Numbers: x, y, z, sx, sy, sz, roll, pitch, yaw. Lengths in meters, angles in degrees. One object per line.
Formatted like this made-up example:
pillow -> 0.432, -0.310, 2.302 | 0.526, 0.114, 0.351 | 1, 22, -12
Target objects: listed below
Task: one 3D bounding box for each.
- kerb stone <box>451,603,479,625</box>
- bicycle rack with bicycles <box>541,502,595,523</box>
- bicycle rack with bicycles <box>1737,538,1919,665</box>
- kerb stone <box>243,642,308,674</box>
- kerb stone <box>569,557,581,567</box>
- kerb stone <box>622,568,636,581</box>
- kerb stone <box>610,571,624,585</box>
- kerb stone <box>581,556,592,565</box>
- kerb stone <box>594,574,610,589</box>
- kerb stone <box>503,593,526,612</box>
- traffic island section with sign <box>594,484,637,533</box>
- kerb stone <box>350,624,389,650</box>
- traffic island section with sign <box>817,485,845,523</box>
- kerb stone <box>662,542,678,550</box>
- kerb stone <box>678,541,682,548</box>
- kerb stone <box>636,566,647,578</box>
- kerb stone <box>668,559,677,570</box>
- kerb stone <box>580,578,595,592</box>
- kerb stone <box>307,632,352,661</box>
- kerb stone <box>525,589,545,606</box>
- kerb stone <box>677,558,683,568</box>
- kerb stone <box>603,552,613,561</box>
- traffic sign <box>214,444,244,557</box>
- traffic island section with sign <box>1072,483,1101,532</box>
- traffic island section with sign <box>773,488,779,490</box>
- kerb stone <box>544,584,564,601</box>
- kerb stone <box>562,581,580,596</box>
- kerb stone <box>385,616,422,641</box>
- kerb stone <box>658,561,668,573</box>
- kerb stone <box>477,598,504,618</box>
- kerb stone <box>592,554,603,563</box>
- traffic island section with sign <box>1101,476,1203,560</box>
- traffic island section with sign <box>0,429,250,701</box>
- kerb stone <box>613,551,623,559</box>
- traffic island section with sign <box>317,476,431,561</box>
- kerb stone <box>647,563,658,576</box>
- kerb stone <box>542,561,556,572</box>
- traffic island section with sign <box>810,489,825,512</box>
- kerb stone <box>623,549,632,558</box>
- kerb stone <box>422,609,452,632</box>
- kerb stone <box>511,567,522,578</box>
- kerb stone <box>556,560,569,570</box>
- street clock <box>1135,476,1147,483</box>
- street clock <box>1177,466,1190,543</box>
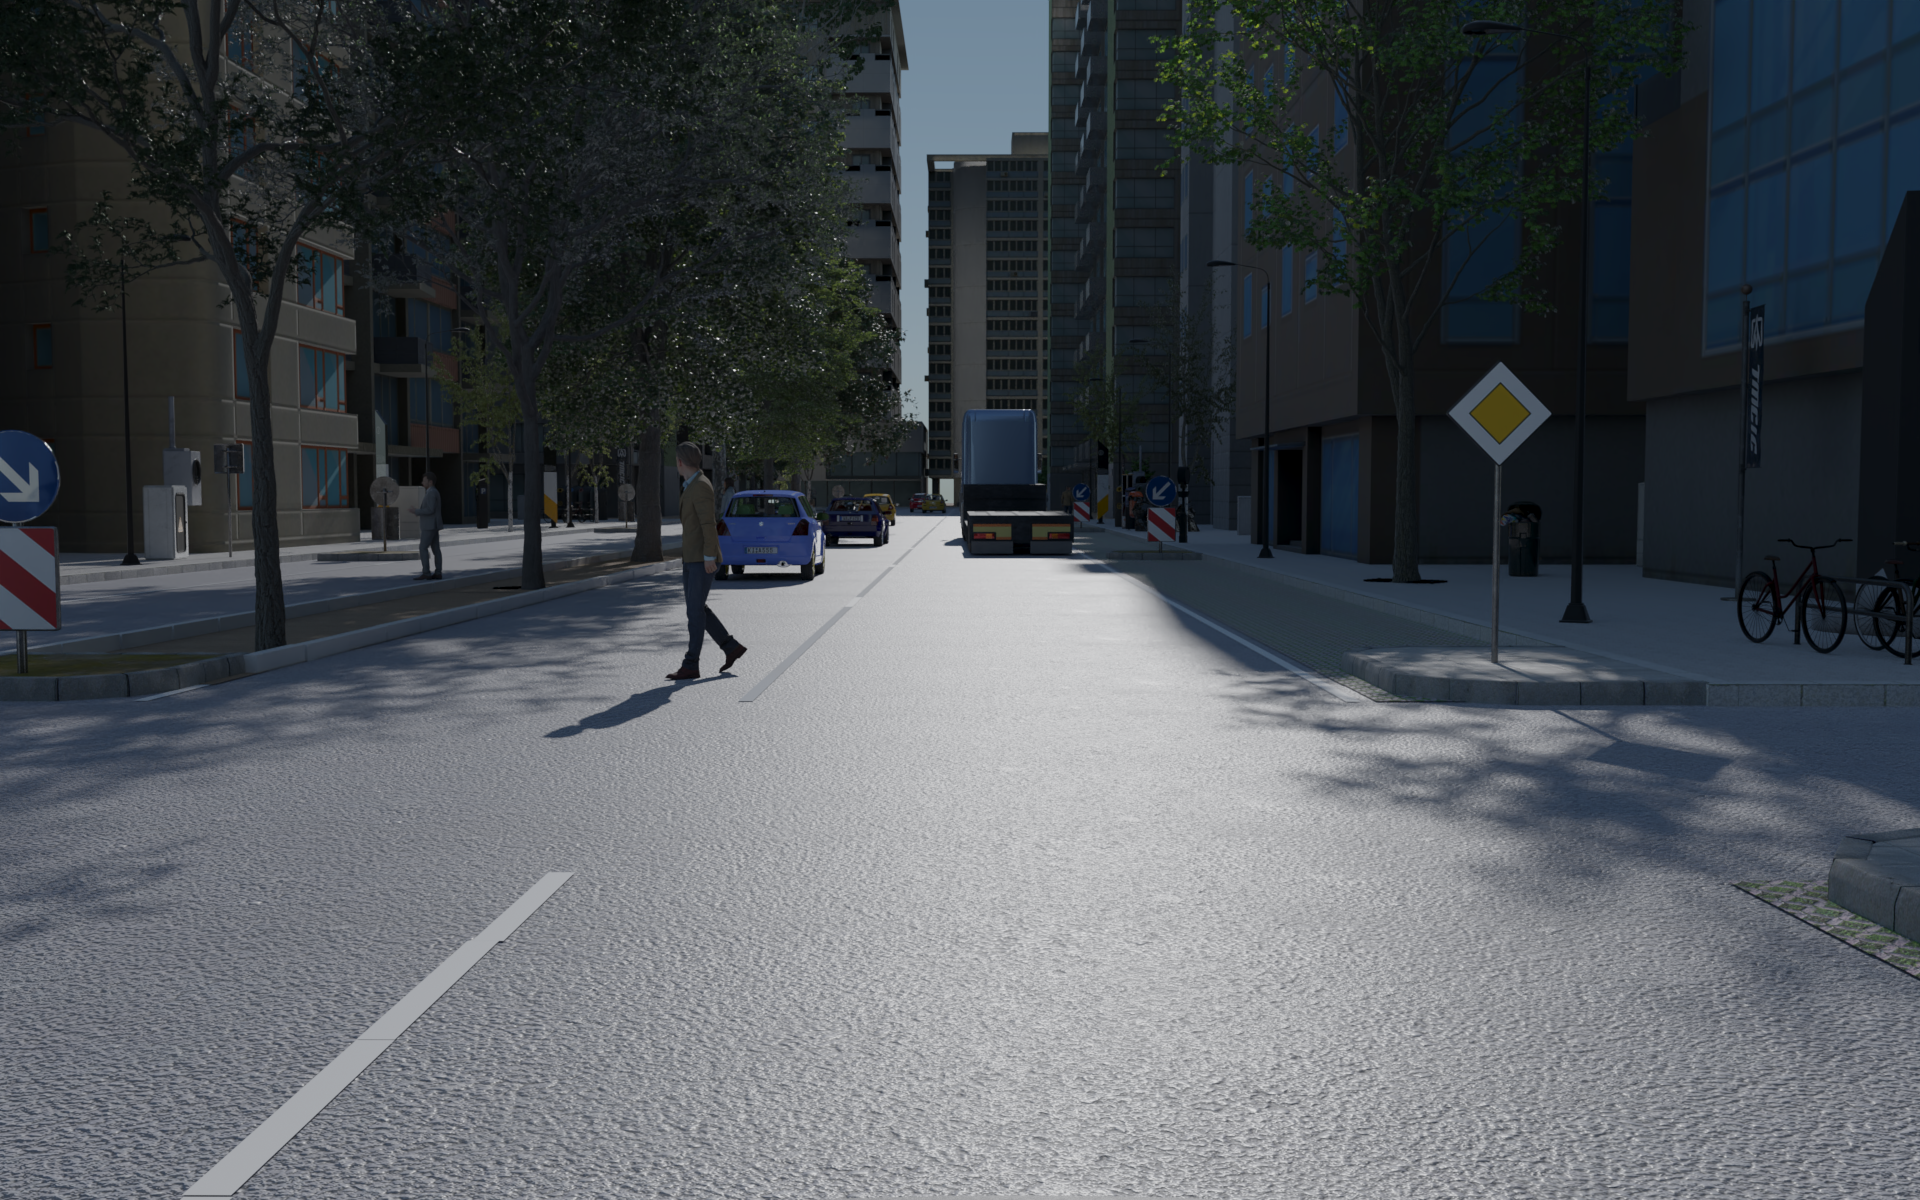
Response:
kerb stone -> -5.624, 0.171, 19.407 | 0.120, 0.150, 1.000 | 0, 4, 0
bicycle rack with bicycles -> -17.562, -3.949, 77.953 | 2.852, 0.926, 2.925 | 2, 4, 35
bicycle rack with bicycles -> 7.881, -0.020, 13.704 | 2.852, 0.926, 2.925 | 0, 4, 2
kerb stone -> -5.656, 0.483, 14.293 | 0.120, 0.150, 1.000 | 0, 4, 0
kerb stone -> -7.632, -0.707, 33.852 | 0.120, 0.150, 1.000 | 0, 4, 0
kerb stone -> -5.566, -0.392, 28.646 | 0.120, 0.150, 1.000 | 0, 4, 0
kerb stone -> -5.566, -0.324, 27.621 | 0.120, 0.150, 1.000 | 0, 4, 0
kerb stone -> -7.630, -0.775, 34.873 | 0.120, 0.150, 1.000 | 0, 4, 0
kerb stone -> -5.582, -0.265, 26.595 | 0.120, 0.150, 1.000 | 0, 4, 0
kerb stone -> -5.605, 0.045, 21.465 | 0.120, 0.150, 1.000 | 0, 4, 0
traffic island section with sign -> -12.560, -3.448, 64.995 | 1.989, 1.847, 2.006 | 0, 4, 0
kerb stone -> -5.638, 0.362, 16.337 | 0.120, 0.150, 1.000 | 0, 4, 0
traffic island section with sign -> -6.241, -4.888, 88.053 | 2.006, 1.907, 1.989 | 0, 4, 0
kerb stone -> -7.561, -1.402, 45.142 | 0.120, 0.150, 1.000 | 0, 4, 0
kerb stone -> -7.554, -1.466, 46.168 | 0.120, 0.150, 1.000 | 0, 4, 0
kerb stone -> -5.552, -0.457, 29.670 | 0.120, 0.150, 1.000 | 0, 4, 0
kerb stone -> -5.540, -0.642, 32.743 | 0.120, 0.150, 1.000 | 0, 4, 0
kerb stone -> -5.591, -0.201, 25.569 | 0.120, 0.150, 1.000 | 0, 4, 0
kerb stone -> -5.638, 0.425, 15.315 | 0.120, 0.150, 1.000 | 0, 4, 0
kerb stone -> -5.604, -0.019, 22.498 | 0.120, 0.150, 1.000 | 0, 4, 0
kerb stone -> -5.532, -0.708, 33.765 | 0.120, 0.150, 1.000 | 0, 4, 0
kerb stone -> -7.613, -0.902, 36.942 | 0.120, 0.150, 1.000 | 0, 4, 0
traffic sign -> -14.809, -2.017, 35.100 | 0.606, 2.300, 0.079 | 0, 4, 2
traffic island section with sign -> 4.417, -3.461, 65.223 | 1.989, 1.847, 2.006 | 0, 4, 0
traffic island section with sign -> -12.243, -6.527, 115.341 | 1.989, 1.847, 2.006 | 0, 4, 0
kerb stone -> -5.593, -0.081, 23.523 | 0.120, 0.150, 1.000 | 0, 4, 0
kerb stone -> -5.594, -0.144, 24.546 | 0.120, 0.150, 1.000 | 0, 4, 0
kerb stone -> -5.633, 0.296, 17.359 | 0.120, 0.150, 1.000 | 0, 4, 0
kerb stone -> -5.544, -0.582, 31.717 | 0.120, 0.150, 1.000 | 0, 4, 0
kerb stone -> -5.608, 0.108, 20.431 | 0.120, 0.150, 1.000 | 0, 4, 0
kerb stone -> -7.621, -0.839, 35.914 | 0.120, 0.150, 1.000 | 0, 4, 0
traffic island section with sign -> 4.255, -1.813, 38.269 | 1.989, 1.847, 2.006 | 0, 4, 0
traffic island section with sign -> -6.697, -0.292, 12.916 | 2.006, 1.907, 1.989 | 0, 4, 0
kerb stone -> -7.609, -0.962, 37.964 | 0.120, 0.150, 1.000 | 0, 4, 0
traffic island section with sign -> -12.731, -1.790, 37.902 | 1.989, 1.847, 2.006 | 0, 4, 0
kerb stone -> -5.550, -0.520, 30.695 | 0.120, 0.150, 1.000 | 0, 4, 0
kerb stone -> -7.650, -0.586, 31.782 | 0.120, 0.150, 1.000 | 0, 4, 0
traffic island section with sign -> -12.072, -8.175, 142.295 | 1.989, 1.847, 2.006 | 0, 4, 0
kerb stone -> -7.596, -1.027, 38.990 | 0.120, 0.150, 1.000 | 0, 4, 0
kerb stone -> -5.626, 0.233, 18.382 | 0.120, 0.150, 1.000 | 0, 4, 0
kerb stone -> -7.658, -0.461, 29.727 | 0.120, 0.150, 1.000 | 0, 4, 0
kerb stone -> -7.642, -0.649, 32.814 | 0.120, 0.150, 1.000 | 0, 4, 0
street clock -> 7.234, -3.958, 69.276 | 0.358, 2.002, 0.471 | 3, 5, 41
street clock -> 5.870, -2.504, 45.505 | 0.358, 2.002, 0.471 | 1, 4, 23
